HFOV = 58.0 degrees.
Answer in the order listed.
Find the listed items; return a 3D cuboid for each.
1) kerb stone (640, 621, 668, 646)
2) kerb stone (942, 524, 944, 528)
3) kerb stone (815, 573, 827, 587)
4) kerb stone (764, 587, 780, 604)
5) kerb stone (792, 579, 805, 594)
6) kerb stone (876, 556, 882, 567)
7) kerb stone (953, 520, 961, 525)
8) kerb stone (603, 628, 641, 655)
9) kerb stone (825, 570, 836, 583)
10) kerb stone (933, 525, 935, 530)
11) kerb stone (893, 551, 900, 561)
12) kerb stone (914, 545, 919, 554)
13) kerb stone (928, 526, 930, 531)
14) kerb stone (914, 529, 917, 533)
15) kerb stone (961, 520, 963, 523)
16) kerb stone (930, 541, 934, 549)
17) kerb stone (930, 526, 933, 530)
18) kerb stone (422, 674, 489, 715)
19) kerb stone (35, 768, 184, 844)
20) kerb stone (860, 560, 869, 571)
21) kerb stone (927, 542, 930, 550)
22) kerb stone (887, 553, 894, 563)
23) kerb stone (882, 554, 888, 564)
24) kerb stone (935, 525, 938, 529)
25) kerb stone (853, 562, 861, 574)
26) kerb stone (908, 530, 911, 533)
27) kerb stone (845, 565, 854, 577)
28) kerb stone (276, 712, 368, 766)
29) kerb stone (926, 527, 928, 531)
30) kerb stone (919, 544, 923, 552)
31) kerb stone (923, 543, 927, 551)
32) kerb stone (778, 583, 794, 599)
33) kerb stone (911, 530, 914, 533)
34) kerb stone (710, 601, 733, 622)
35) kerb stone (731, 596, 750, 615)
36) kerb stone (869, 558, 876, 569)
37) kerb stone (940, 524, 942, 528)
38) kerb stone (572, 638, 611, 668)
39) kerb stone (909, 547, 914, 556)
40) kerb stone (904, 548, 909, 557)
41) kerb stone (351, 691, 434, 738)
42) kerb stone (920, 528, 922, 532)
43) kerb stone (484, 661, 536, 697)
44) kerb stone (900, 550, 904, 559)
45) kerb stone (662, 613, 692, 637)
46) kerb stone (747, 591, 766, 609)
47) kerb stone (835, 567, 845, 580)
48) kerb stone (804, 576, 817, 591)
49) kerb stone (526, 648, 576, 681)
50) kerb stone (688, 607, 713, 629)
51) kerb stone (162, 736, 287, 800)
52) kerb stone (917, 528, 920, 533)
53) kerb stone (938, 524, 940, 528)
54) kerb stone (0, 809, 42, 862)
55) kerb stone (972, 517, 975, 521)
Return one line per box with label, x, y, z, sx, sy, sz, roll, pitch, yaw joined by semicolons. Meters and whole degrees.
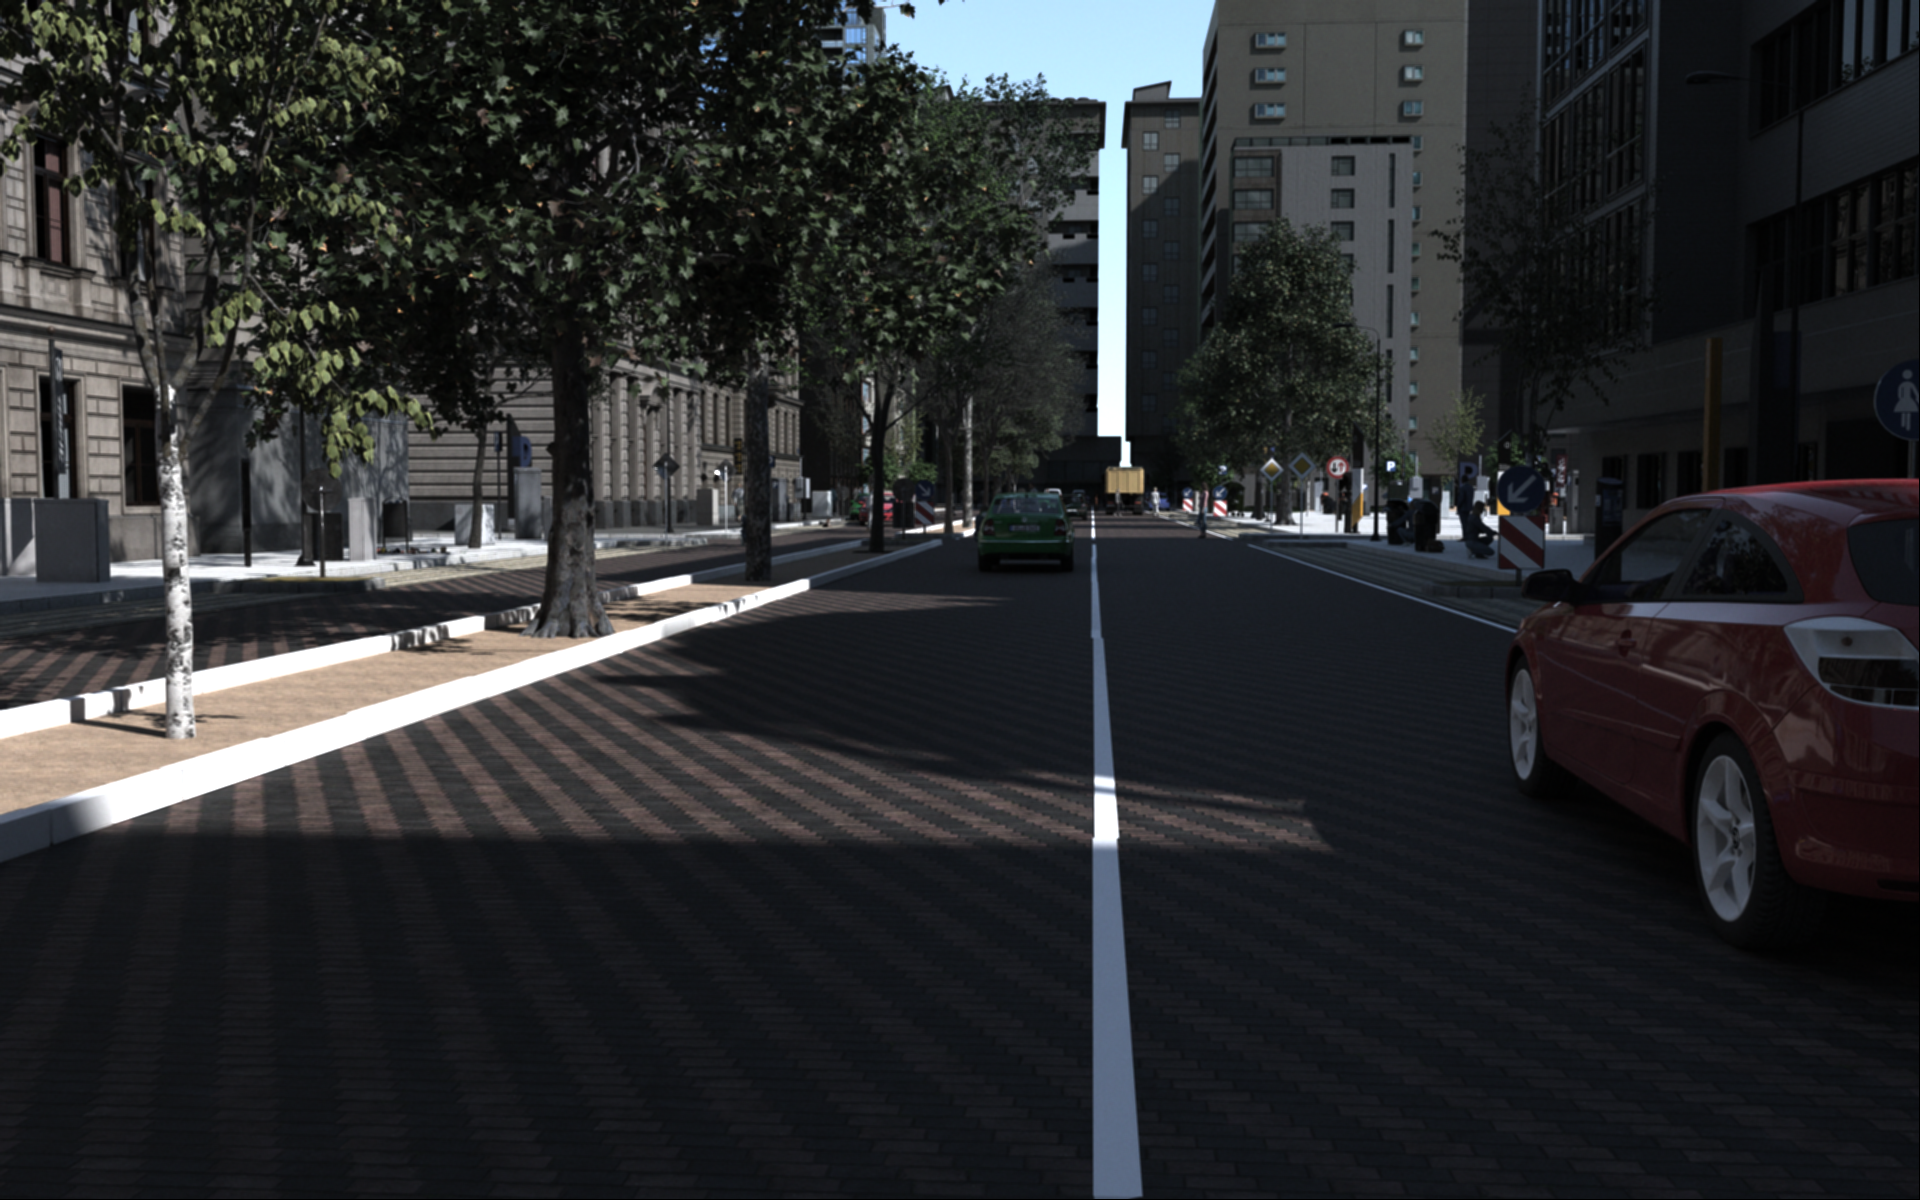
kerb stone;-3.030;0.341;16.765;0.120;0.150;1.000;0;4;4
kerb stone;-0.874;-3.083;72.704;0.120;0.150;1.000;0;4;4
kerb stone;-2.247;-0.293;26.978;0.120;0.150;1.000;0;4;4
kerb stone;-2.566;-0.040;22.895;0.120;0.150;1.000;0;4;4
kerb stone;-2.404;-0.164;24.933;0.120;0.150;1.000;0;4;4
kerb stone;-1.701;-0.729;34.133;0.120;0.150;1.000;0;4;4
kerb stone;-0.166;-3.652;81.905;0.120;0.150;1.000;0;4;4
kerb stone;-3.111;0.394;15.746;0.120;0.150;1.000;0;4;4
kerb stone;-2.175;-0.355;27.998;0.120;0.150;1.000;0;4;4
kerb stone;-1.179;-2.838;68.589;0.120;0.150;1.000;0;4;4
kerb stone;-1.467;-0.917;37.190;0.120;0.150;1.000;0;4;4
kerb stone;-1.157;-1.167;41.272;0.120;0.150;1.000;0;4;4
kerb stone;-1.340;-2.713;66.549;0.120;0.150;1.000;0;4;4
kerb stone;-1.727;-2.395;61.434;0.120;0.150;1.000;0;4;4
kerb stone;-0.089;-3.714;82.925;0.120;0.150;1.000;0;4;4
kerb stone;-0.852;-1.416;45.365;0.120;0.150;1.000;0;4;4
kerb stone;-1.258;-2.772;67.569;0.120;0.150;1.000;0;4;4
kerb stone;-3.426;0.644;11.665;0.120;0.150;1.000;0;4;4
kerb stone;-3.728;0.898;7.579;0.120;0.150;1.000;0;4;4
kerb stone;-1.862;-0.605;32.084;0.120;0.150;1.000;0;4;4
kerb stone;-0.926;-1.354;44.339;0.120;0.150;1.000;0;4;4
kerb stone;-1.544;-0.854;36.171;0.120;0.150;1.000;0;4;4
kerb stone;-1.627;-0.790;35.152;0.120;0.150;1.000;0;4;4
kerb stone;-1.105;-2.900;69.616;0.120;0.150;1.000;0;4;4
kerb stone;-1.946;-0.541;31.065;0.120;0.150;1.000;0;4;4
kerb stone;-1.886;-2.275;59.395;0.120;0.150;1.000;0;4;4
kerb stone;-2.014;-0.480;30.035;0.120;0.150;1.000;0;4;4
kerb stone;-3.568;0.777;9.618;0.120;0.150;1.000;0;4;4
kerb stone;-1.419;-2.650;65.528;0.120;0.150;1.000;0;4;4
kerb stone;-1.080;-1.229;42.295;0.120;0.150;1.000;0;4;4
kerb stone;-1.003;-1.292;43.320;0.120;0.150;1.000;0;4;4
kerb stone;-2.479;-0.105;23.913;0.120;0.150;1.000;0;4;4
kerb stone;-1.806;-2.337;60.414;0.120;0.150;1.000;0;4;4
kerb stone;-2.786;0.145;19.826;0.120;0.150;1.000;0;4;4
kerb stone;-2.716;0.085;20.847;0.120;0.150;1.000;0;4;4
kerb stone;-1.783;-0.667;33.106;0.120;0.150;1.000;0;4;4
kerb stone;-0.947;-3.026;71.670;0.120;0.150;1.000;0;4;4
kerb stone;-3.186;0.464;14.726;0.120;0.150;1.000;0;4;4
kerb stone;-1.236;-1.103;40.252;0.120;0.150;1.000;0;4;4
kerb stone;-1.317;-1.039;39.229;0.120;0.150;1.000;0;4;4
kerb stone;-3.498;0.706;10.645;0.120;0.150;1.000;0;4;4
kerb stone;-1.577;-2.521;63.473;0.120;0.150;1.000;0;4;4
kerb stone;-3.342;0.588;12.683;0.120;0.150;1.000;0;4;4
kerb stone;-1.398;-0.979;38.209;0.120;0.150;1.000;0;4;4
kerb stone;-2.953;0.270;17.783;0.120;0.150;1.000;0;4;4
kerb stone;-2.636;0.020;21.871;0.120;0.150;1.000;0;4;4
kerb stone;-2.099;-0.417;29.017;0.120;0.150;1.000;0;4;4
kerb stone;-2.323;-0.230;25.957;0.120;0.150;1.000;0;4;4
kerb stone;-3.266;0.521;13.707;0.120;0.150;1.000;0;4;4
kerb stone;-2.876;0.207;18.808;0.120;0.150;1.000;0;4;4
kerb stone;-3.648;0.832;8.598;0.120;0.150;1.000;0;4;4
kerb stone;-1.647;-2.461;62.453;0.120;0.150;1.000;0;4;4
kerb stone;-1.022;-2.963;70.645;0.120;0.150;1.000;0;4;4
kerb stone;-3.805;0.957;6.559;0.120;0.150;1.000;0;4;4
kerb stone;0.918;-4.528;96.229;0.120;0.150;1.000;0;4;4
